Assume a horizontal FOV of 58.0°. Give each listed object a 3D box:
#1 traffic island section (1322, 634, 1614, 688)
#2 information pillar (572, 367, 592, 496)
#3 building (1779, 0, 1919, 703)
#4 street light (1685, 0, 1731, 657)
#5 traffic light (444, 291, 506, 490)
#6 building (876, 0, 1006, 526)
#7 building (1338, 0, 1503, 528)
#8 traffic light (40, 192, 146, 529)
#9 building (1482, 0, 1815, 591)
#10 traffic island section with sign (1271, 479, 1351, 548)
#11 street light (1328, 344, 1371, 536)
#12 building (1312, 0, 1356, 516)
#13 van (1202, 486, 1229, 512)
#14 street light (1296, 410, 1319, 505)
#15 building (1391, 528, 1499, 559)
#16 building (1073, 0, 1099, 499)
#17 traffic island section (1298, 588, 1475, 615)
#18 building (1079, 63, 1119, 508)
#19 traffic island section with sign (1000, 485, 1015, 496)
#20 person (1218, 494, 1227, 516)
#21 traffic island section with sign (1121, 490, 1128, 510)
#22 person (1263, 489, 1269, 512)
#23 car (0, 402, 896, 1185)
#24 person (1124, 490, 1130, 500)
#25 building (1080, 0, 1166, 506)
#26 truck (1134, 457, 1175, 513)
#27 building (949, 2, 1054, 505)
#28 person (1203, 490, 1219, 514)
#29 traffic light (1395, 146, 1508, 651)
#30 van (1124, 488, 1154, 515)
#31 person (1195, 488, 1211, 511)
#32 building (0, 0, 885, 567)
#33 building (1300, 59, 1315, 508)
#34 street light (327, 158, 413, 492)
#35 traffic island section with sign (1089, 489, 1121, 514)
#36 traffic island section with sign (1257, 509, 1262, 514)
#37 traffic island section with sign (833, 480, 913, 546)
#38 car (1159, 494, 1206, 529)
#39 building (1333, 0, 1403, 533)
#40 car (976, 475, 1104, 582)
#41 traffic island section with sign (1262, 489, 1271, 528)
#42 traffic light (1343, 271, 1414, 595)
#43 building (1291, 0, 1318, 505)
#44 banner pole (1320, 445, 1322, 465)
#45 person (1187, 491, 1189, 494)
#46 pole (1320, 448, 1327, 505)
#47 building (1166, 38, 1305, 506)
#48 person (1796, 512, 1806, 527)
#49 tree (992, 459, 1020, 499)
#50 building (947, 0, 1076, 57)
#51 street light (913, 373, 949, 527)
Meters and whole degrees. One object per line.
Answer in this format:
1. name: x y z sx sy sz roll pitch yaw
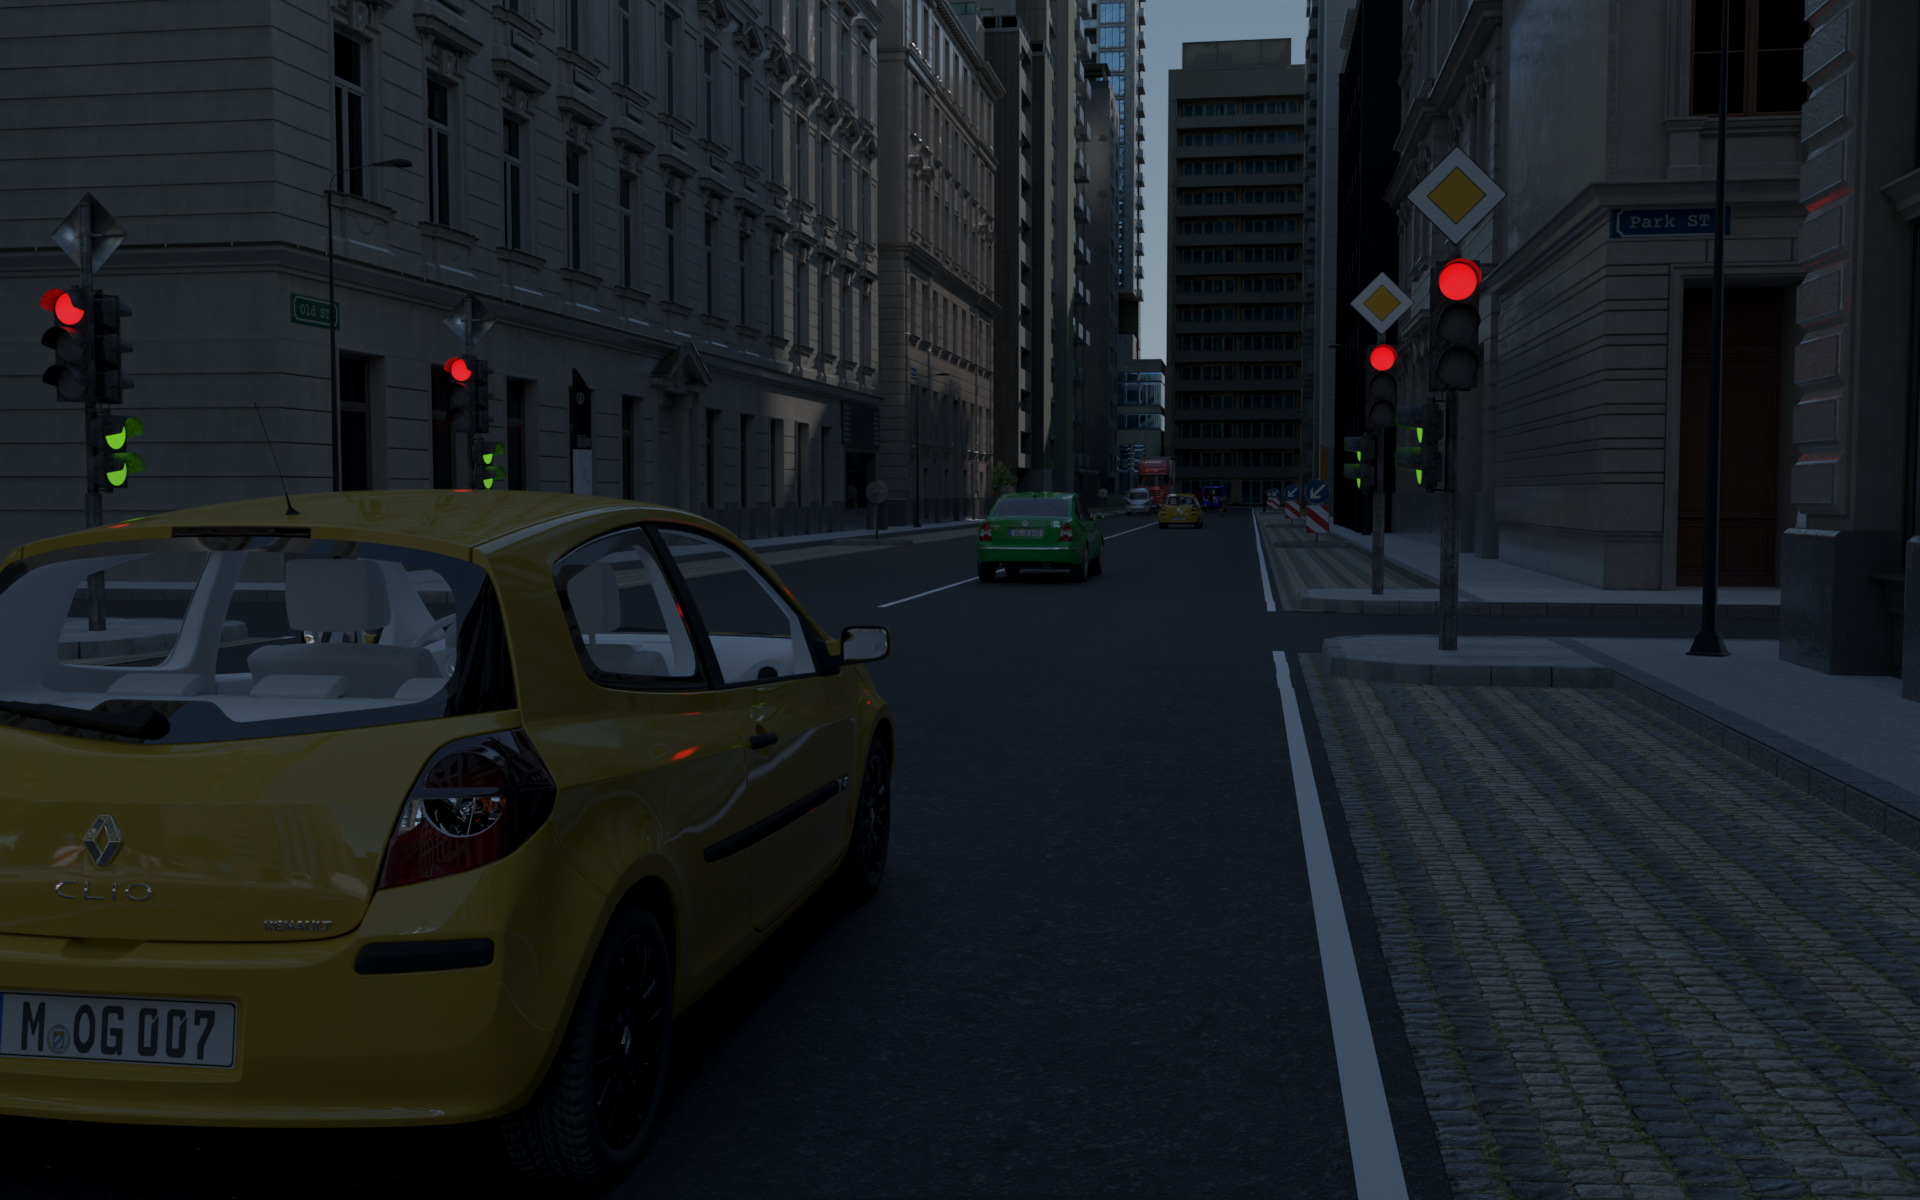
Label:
1. traffic island section: 4.041 0.490 14.265 2.009 0.180 2.903 1 4 9
2. information pillar: -7.054 -2.506 32.333 0.183 3.616 0.504 2 4 23
3. building: 9.550 -10.640 2.842 11.050 23.489 19.941 1 4 9
4. street light: 5.434 -2.519 13.722 1.470 5.913 1.316 1 4 9
5. traffic light: -6.775 -2.148 24.035 0.839 4.253 0.868 1 4 9
6. building: -5.729 -17.337 80.717 12.463 27.353 25.104 1 4 9
7. building: 25.407 -18.028 82.154 14.401 28.519 23.554 1 4 9
8. traffic light: -8.094 -1.666 16.159 0.839 4.253 0.868 1 4 9
9. building: 18.999 -11.592 25.679 21.152 22.565 11.583 1 4 9
10. traffic island section with sign: 9.433 -2.310 46.402 1.989 1.847 2.006 1 4 9
11. street light: 12.091 -4.964 53.709 1.470 5.913 1.316 1 4 9
12. building: 33.413 -34.737 109.954 21.231 58.520 28.212 1 4 9
13. van: 20.320 -8.195 138.373 2.240 2.365 5.245 1 4 10
14. street light: 19.273 -7.545 95.896 1.470 5.913 1.316 1 4 9
15. building: 18.280 -15.653 43.312 14.401 28.519 23.554 1 4 9
16. building: -1.085 -31.989 142.636 23.786 49.044 30.456 1 4 9
17. traffic island section: 5.359 0.009 22.141 2.009 0.180 2.903 1 4 9
18. building: 8.135 -29.632 168.083 14.086 41.232 14.154 1 4 9
19. traffic island section with sign: 2.071 -4.076 75.274 1.989 1.847 2.006 1 4 9
20. person: 17.230 -6.223 113.486 0.421 1.427 0.697 -2 4 -26
21. traffic island section with sign: 14.902 -8.758 151.827 1.989 1.847 2.006 1 4 9
22. person: 22.591 -7.318 128.166 0.705 1.821 1.348 0 4 -5
23. car: -1.297 0.312 5.117 2.015 1.641 3.980 1 4 9
24. person: 13.398 -7.893 138.255 0.721 1.736 1.217 3 4 37
25. building: 7.432 -53.793 192.179 31.000 86.520 22.319 1 4 9
26. truck: 15.001 -8.770 132.307 2.839 4.237 11.283 1 4 9
27. building: -2.036 -20.476 106.491 14.160 30.474 14.107 1 4 9
28. person: 17.802 -6.944 122.559 1.217 1.766 0.721 0 4 -2
29. traffic light: 4.003 -1.544 14.158 0.839 4.253 0.868 1 4 9
30. van: 12.141 -6.760 117.531 2.013 2.044 4.112 0 4 8
31. person: 14.498 -5.885 104.683 1.348 1.831 0.705 1 4 21
32. building: -13.992 -16.518 46.480 17.030 29.872 44.131 1 4 9
33. building: 39.171 -29.275 162.239 14.154 41.232 14.086 1 4 9
34. street light: -8.246 -3.158 24.170 1.470 5.913 1.316 1 4 9
35. traffic island section with sign: 10.338 -7.095 124.627 1.989 1.847 2.006 1 4 9
36. traffic island section with sign: 22.172 -6.965 122.503 1.989 1.847 2.006 1 4 9
37. traffic island section with sign: -2.385 -2.445 48.606 1.989 1.847 2.006 1 4 9
38. car: 9.370 -3.854 73.238 2.015 1.641 3.980 1 4 11
39. building: 20.394 -14.273 63.047 12.332 23.373 15.834 1 4 9
40. car: 1.434 -1.277 29.674 1.959 1.807 4.718 1 4 10
41. traffic island section with sign: 13.911 -3.947 73.162 1.989 1.847 2.006 1 4 9
42. traffic light: 5.321 -2.025 22.034 0.839 4.253 0.868 1 4 9
43. building: 39.110 -31.770 139.047 23.786 49.044 30.456 1 4 9
44. banner pole: 18.386 -5.989 87.936 0.401 3.779 0.863 2 4 28
45. person: 23.088 -10.223 176.184 0.617 1.759 0.750 -2 4 -31
46. pole: 16.064 -5.073 76.794 0.158 3.312 0.155 0 3 0
47. building: 33.595 -34.553 188.649 21.600 48.544 21.300 1 4 9
48. person: 9.597 -0.508 19.408 0.503 1.515 0.523 2 4 28
49. tree: 2.220 -6.255 96.870 1.663 3.219 1.824 0 3 0
50. building: 0.297 -26.694 120.039 14.154 41.232 14.086 1 4 9
51. street light: -1.108 -5.748 66.517 1.470 5.913 1.316 1 4 9
